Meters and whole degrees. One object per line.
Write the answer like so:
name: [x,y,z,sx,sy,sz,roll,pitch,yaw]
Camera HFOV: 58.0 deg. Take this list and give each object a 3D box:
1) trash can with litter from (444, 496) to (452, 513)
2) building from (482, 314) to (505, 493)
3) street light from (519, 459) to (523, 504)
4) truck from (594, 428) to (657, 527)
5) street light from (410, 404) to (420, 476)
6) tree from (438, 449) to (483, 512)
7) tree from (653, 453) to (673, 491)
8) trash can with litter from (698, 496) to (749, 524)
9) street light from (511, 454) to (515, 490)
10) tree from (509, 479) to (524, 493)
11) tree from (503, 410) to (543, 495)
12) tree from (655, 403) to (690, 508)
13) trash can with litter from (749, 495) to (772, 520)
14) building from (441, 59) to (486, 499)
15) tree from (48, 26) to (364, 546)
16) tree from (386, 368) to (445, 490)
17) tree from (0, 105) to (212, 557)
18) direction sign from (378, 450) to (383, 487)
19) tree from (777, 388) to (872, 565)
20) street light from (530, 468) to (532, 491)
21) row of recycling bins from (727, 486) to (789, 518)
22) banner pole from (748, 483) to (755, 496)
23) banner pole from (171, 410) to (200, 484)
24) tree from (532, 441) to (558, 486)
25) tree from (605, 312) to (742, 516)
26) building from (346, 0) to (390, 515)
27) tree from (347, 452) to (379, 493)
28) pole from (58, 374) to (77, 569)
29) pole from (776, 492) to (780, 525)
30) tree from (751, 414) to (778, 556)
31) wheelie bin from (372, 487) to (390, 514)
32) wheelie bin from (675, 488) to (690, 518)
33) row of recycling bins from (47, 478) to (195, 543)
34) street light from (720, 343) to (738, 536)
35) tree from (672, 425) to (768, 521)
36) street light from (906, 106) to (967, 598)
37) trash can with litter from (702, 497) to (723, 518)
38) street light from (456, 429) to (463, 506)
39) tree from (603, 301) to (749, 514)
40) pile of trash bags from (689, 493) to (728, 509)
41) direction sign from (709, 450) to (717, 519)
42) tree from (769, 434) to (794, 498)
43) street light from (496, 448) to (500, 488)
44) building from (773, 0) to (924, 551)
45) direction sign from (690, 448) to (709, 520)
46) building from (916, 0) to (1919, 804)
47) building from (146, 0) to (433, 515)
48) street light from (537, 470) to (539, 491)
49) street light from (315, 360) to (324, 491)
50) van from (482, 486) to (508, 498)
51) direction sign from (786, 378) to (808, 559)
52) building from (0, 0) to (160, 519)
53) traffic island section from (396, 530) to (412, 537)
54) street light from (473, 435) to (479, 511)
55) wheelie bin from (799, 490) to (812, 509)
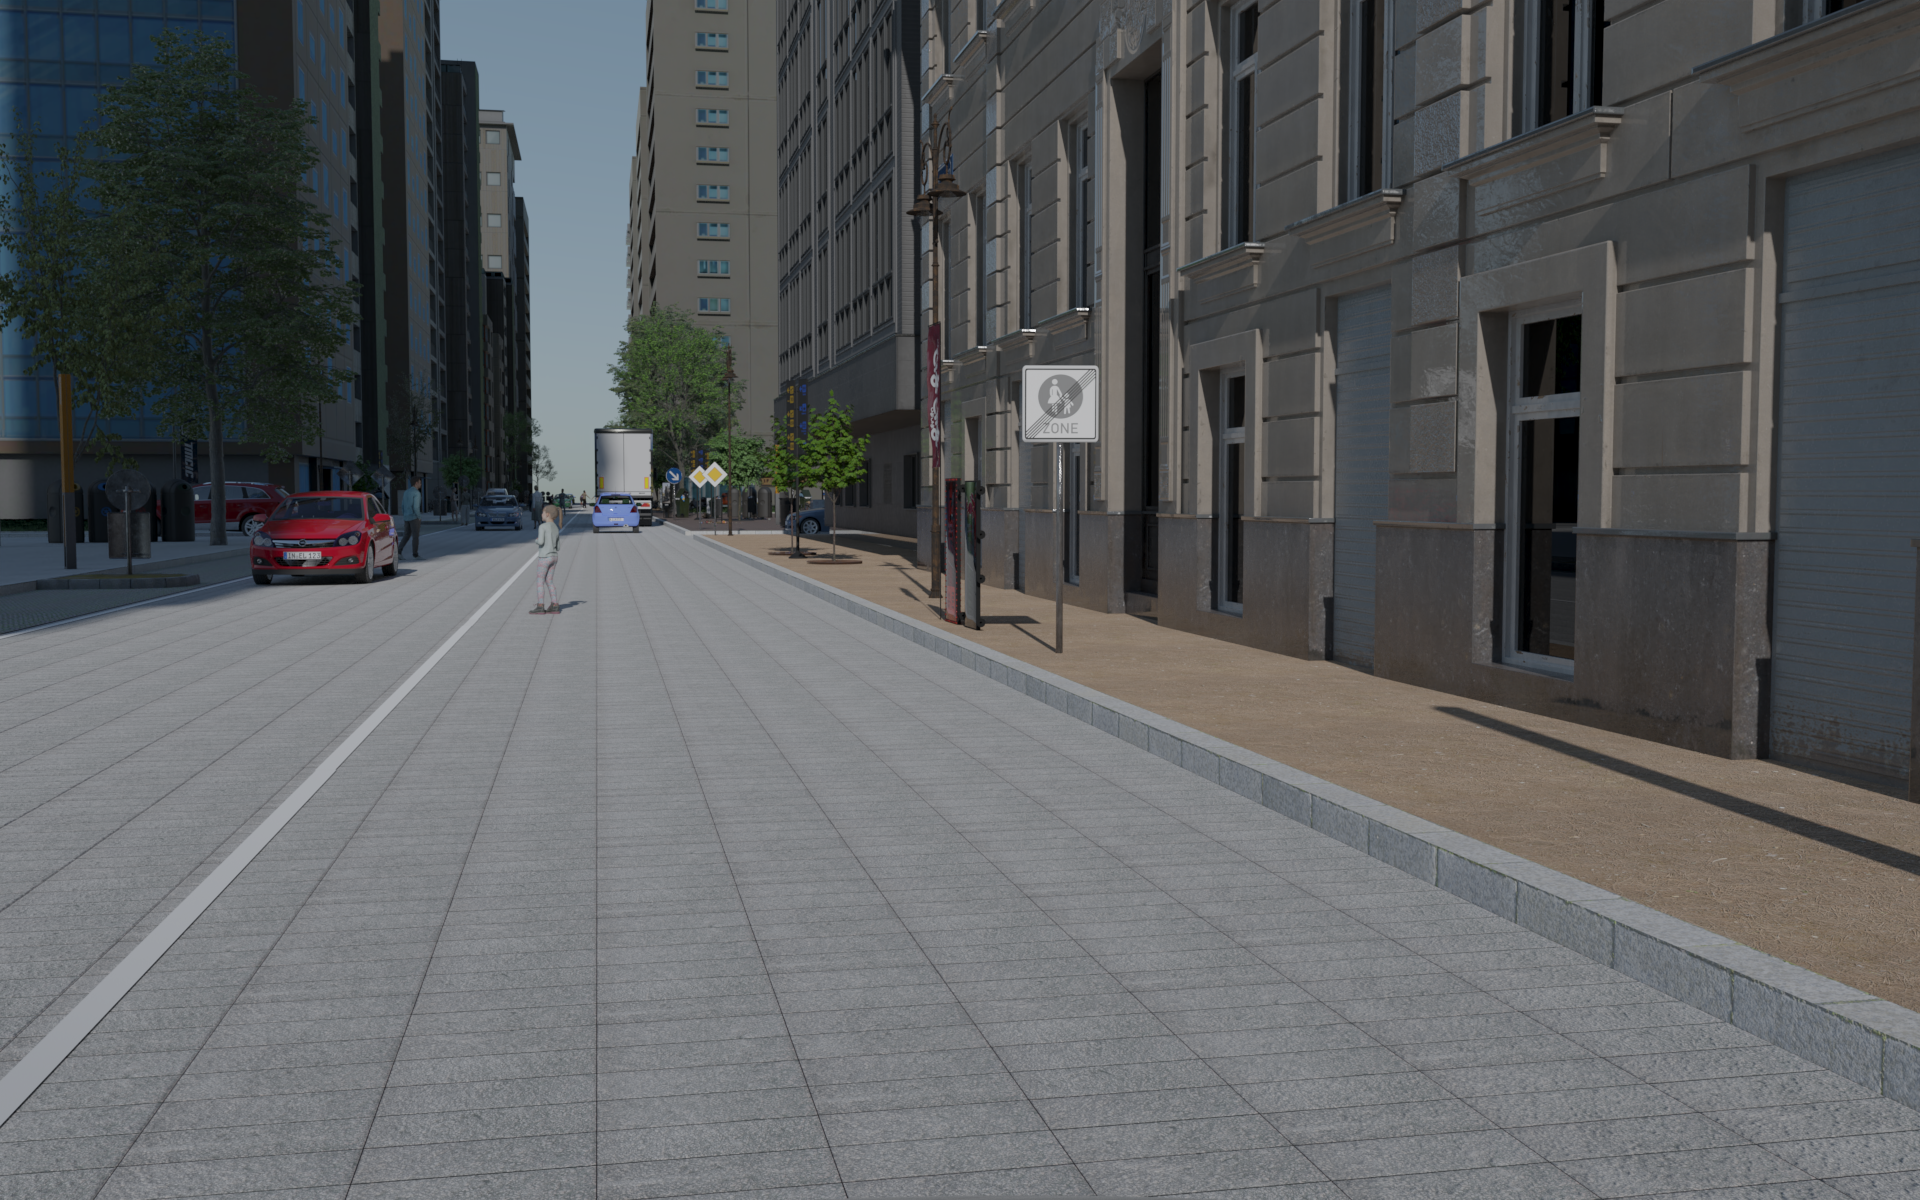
trash can with litter: [-34.902,-6.537,118.260,0.624,1.170,1.055,0,4,-7]
building: [-61.895,-20.370,178.093,27.650,21.520,28.899,-1,4,-12]
street light: [-54.590,-14.838,215.386,0.468,5.910,1.993,-1,4,-12]
truck: [-15.306,-5.532,79.362,2.839,4.237,11.283,-1,4,-10]
street light: [-28.158,-7.143,89.569,0.468,5.910,1.993,-1,4,-12]
tree: [-36.551,-8.751,126.796,4.285,4.588,4.351,0,3,0]
tree: [-20.881,-8.499,122.669,4.285,4.588,4.351,0,3,0]
trash can with litter: [-10.689,-3.972,75.999,1.678,1.210,2.233,-3,4,-38]
street light: [-50.606,-13.673,196.342,0.468,5.910,1.993,-1,4,-12]
tree: [-51.405,-12.558,199.921,1.663,3.219,1.824,0,3,0]
tree: [-53.932,-17.205,207.063,9.928,11.665,9.643,0,3,0]
tree: [-23.323,-11.370,136.257,4.360,8.622,3.978,0,3,0]
trash can with litter: [-10.428,-4.681,87.592,1.678,1.210,2.233,-3,5,-43]
building: [-51.148,-28.989,157.572,14.154,41.232,14.086,-1,4,-12]
tree: [-18.995,-7.648,43.180,7.486,12.596,7.792,0,3,0]
tree: [-32.102,-9.218,101.075,4.360,8.622,3.978,0,3,0]
tree: [-17.213,-5.100,33.747,4.737,8.622,4.395,0,3,0]
direction sign: [-29.816,-5.943,89.168,0.379,3.537,0.876,0,4,-5]
tree: [-2.448,-2.276,31.822,1.663,3.219,1.824,0,3,0]
street light: [-60.907,-16.707,245.953,0.468,5.910,1.993,-1,4,-12]
row of recycling bins: [-11.011,-5.342,94.456,3.534,1.692,1.069,1,4,12]
banner pole: [-11.038,-6.202,91.428,0.401,3.779,0.863,2,4,28]
banner pole: [-22.635,-3.699,50.490,0.863,3.779,0.401,-2,4,-29]
tree: [-70.578,-21.640,288.223,7.601,10.594,8.767,-1,4,-15]
tree: [-16.116,-10.640,99.714,9.928,11.665,9.643,0,3,0]
building: [-37.561,-19.376,88.503,14.160,30.474,14.107,-1,4,-12]
tree: [-26.936,-5.070,77.503,1.663,3.219,1.824,0,3,0]
pole: [-15.225,-2.184,29.545,0.158,3.312,0.155,0,3,0]
pole: [-7.593,-4.783,72.051,0.158,3.312,0.155,0,3,0]
tree: [-3.508,-2.553,36.337,1.663,3.219,1.824,0,3,0]
wheelie bin: [-26.667,-4.390,79.689,0.693,1.594,0.980,-3,4,-37]
wheelie bin: [-15.011,-5.249,93.727,0.693,1.594,0.980,-2,4,-34]
row of recycling bins: [-22.335,-2.387,46.142,3.534,1.692,1.069,-2,4,-32]
street light: [-7.069,-4.915,53.141,0.468,5.910,1.993,-1,4,-12]
tree: [-10.559,-6.041,82.482,4.285,4.588,4.351,0,3,0]
street light: [-0.300,-2.961,21.199,0.468,5.910,1.993,-1,4,-12]
trash can with litter: [-13.088,-4.892,91.370,0.624,1.170,1.055,3,4,37]
street light: [-34.575,-9.001,119.959,0.468,5.910,1.993,-1,4,-12]
tree: [-18.589,-12.640,113.325,9.857,13.997,8.962,0,3,0]
pile of trash bags: [-18.677,-7.350,129.928,1.912,1.369,3.447,3,5,39]
direction sign: [-12.894,-5.981,89.783,0.876,3.537,0.379,3,4,37]
tree: [-12.183,-10.776,126.550,4.360,8.622,3.978,0,3,0]
street light: [-44.050,-11.779,165.374,0.468,5.910,1.993,-1,4,-12]
building: [3.607,-15.216,42.294,14.314,27.812,24.014,-1,4,-12]
direction sign: [-12.981,-5.722,85.559,0.876,3.537,0.379,3,4,36]
building: [7.271,-13.502,18.029,12.463,27.353,25.104,-1,4,-12]
building: [-41.620,-28.115,109.793,14.600,45.320,14.200,-1,4,-12]
street light: [-67.301,-18.566,276.348,0.468,5.910,1.993,-1,4,-12]
street light: [-21.834,-5.283,59.159,0.468,5.910,1.993,-1,4,-12]
van: [-32.908,-7.095,123.009,2.013,2.044,4.112,-1,4,-12]
direction sign: [-3.226,-2.591,34.357,0.379,3.537,0.876,-2,4,-32]
building: [-31.874,-25.476,66.646,14.600,45.320,14.200,-1,4,-12]
traffic island section: [-19.776,-2.269,59.382,2.009,0.180,2.903,-1,4,-12]
street light: [-37.544,-9.880,134.325,0.468,5.910,1.993,-1,4,-12]
wheelie bin: [-10.979,-7.010,122.525,0.980,1.594,0.693,-3,5,-40]
